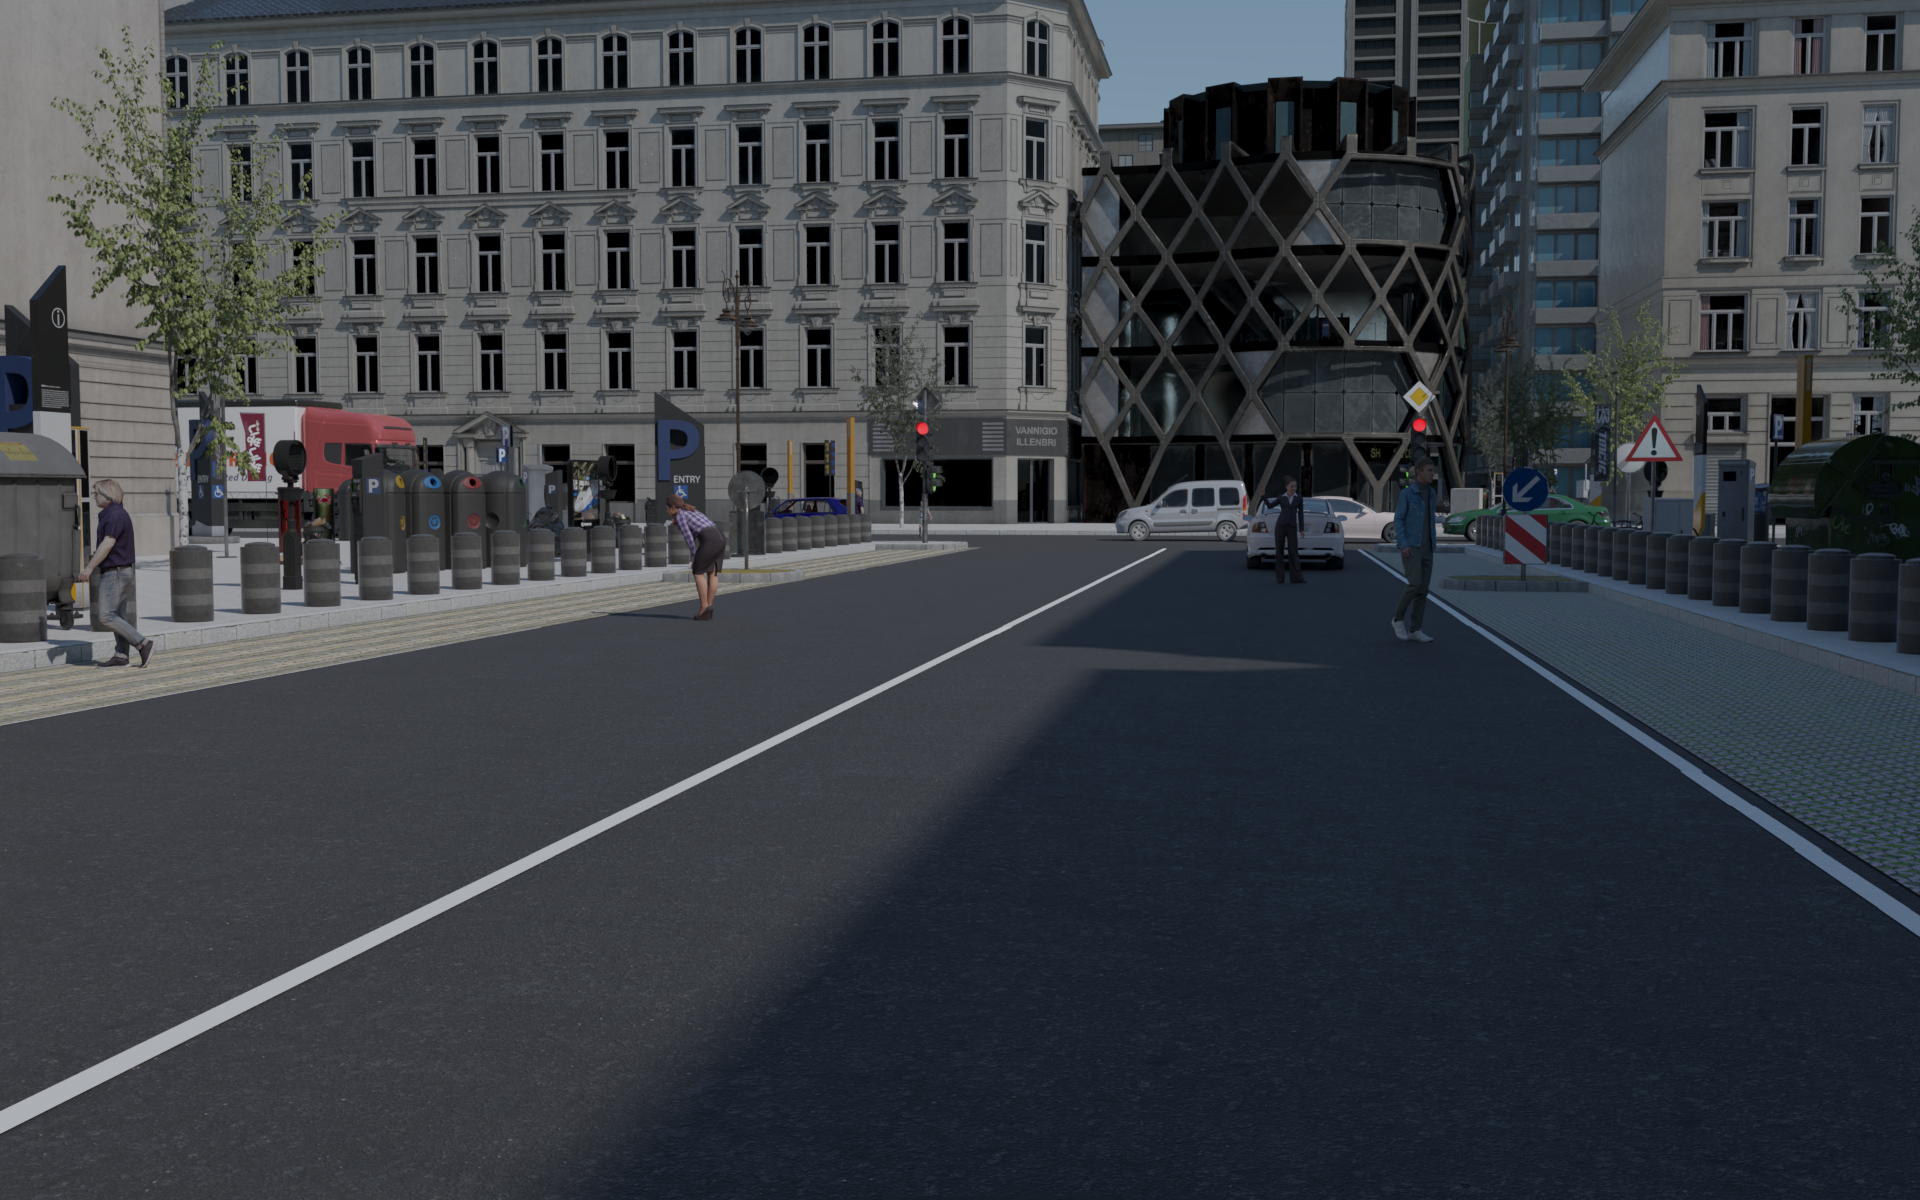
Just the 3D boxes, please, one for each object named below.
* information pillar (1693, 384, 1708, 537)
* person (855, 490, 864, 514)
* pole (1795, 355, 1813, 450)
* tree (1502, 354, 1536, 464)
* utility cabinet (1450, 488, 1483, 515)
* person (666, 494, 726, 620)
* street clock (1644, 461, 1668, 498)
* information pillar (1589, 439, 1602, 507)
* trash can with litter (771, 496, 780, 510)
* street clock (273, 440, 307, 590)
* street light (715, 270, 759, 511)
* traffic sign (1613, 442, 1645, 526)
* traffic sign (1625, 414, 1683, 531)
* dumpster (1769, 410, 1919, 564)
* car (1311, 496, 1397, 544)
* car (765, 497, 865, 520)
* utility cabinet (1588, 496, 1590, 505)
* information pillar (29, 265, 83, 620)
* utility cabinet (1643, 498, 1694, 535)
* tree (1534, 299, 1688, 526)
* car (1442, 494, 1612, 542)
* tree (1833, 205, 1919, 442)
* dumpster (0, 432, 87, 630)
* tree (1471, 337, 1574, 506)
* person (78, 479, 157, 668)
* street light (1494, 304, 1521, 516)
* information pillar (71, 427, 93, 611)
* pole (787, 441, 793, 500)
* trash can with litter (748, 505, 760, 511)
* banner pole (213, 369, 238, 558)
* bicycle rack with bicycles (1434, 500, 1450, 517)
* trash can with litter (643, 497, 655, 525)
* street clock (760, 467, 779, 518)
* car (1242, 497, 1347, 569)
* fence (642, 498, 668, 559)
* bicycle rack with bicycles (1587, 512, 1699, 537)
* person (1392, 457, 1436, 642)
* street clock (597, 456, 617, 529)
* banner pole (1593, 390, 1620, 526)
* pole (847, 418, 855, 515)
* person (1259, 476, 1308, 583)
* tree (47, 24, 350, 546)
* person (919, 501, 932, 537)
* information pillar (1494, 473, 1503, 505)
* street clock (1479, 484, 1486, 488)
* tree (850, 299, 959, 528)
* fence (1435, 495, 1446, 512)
[{"bbox_3d":[15.736,-2.781,36.821,0.183,3.616,0.504,0,4,4],"label":"information pillar"},{"bbox_3d":[-3.049,-2.418,50.242,0.471,1.553,0.569,-1,4,-15],"label":"person"},{"bbox_3d":[12.404,-1.937,25.511,0.158,3.312,0.155,0,3,0],"label":"pole"},{"bbox_3d":[30.054,-8.474,88.915,4.737,8.622,4.395,0,3,0],"label":"tree"},{"bbox_3d":[19.591,-3.568,67.016,1.173,1.500,0.318,3,5,41],"label":"utility cabinet"},{"bbox_3d":[-3.012,-0.487,19.702,0.697,1.427,0.421,1,4,14],"label":"person"},{"bbox_3d":[14.611,-1.948,36.415,0.471,2.002,0.358,-2,4,-27],"label":"street clock"},{"bbox_3d":[27.013,-5.031,73.614,0.504,3.616,0.183,1,4,18],"label":"information pillar"},{"bbox_3d":[-8.009,-3.754,72.432,2.233,1.210,1.678,2,4,30],"label":"trash can with litter"},{"bbox_3d":[-8.951,-1.138,23.180,0.358,2.002,0.471,1,4,9],"label":"street clock"},{"bbox_3d":[-4.600,-3.859,35.888,0.468,5.910,1.993,1,4,10],"label":"street light"},{"bbox_3d":[16.501,-2.608,42.750,0.768,2.556,0.104,1,4,20],"label":"traffic sign"},{"bbox_3d":[11.336,-1.733,28.337,0.884,2.594,0.081,1,4,18],"label":"traffic sign"},{"bbox_3d":[10.848,-1.129,20.950,1.502,2.255,1.985,1,4,10],"label":"dumpster"},{"bbox_3d":[11.214,-2.351,50.805,4.827,1.381,2.083,1,4,11],"label":"car"},{"bbox_3d":[-4.821,-2.412,52.013,3.894,1.354,1.945,1,4,10],"label":"car"},{"bbox_3d":[33.632,-4.930,91.773,0.306,1.237,1.020,0,4,-6],"label":"utility cabinet"},{"bbox_3d":[-9.194,-1.603,17.571,0.183,3.616,0.504,0,4,8],"label":"information pillar"},{"bbox_3d":[12.716,-1.219,31.097,1.020,1.237,0.306,-2,4,-29],"label":"utility cabinet"},{"bbox_3d":[24.957,-7.021,65.159,4.737,8.622,4.395,0,3,0],"label":"tree"},{"bbox_3d":[17.168,-2.494,52.571,4.920,1.459,2.131,1,4,11],"label":"car"},{"bbox_3d":[20.081,-5.160,34.734,4.737,8.622,4.395,0,3,0],"label":"tree"},{"bbox_3d":[-9.037,-0.606,15.666,1.264,1.857,1.865,1,4,10],"label":"dumpster"},{"bbox_3d":[26.352,-7.986,80.939,4.360,8.622,3.978,0,3,0],"label":"tree"},{"bbox_3d":[-6.848,-0.207,14.097,0.471,1.553,0.569,1,4,17],"label":"person"},{"bbox_3d":[13.333,-4.252,42.316,0.468,5.910,1.993,1,4,10],"label":"street light"},{"bbox_3d":[-9.751,-0.889,19.023,0.304,2.012,0.304,0,4,-6],"label":"information pillar"},{"bbox_3d":[-6.493,-4.426,66.216,0.158,3.312,0.155,0,3,0],"label":"pole"},{"bbox_3d":[-8.087,-3.581,69.934,1.055,1.170,0.624,0,4,-7],"label":"trash can with litter"},{"bbox_3d":[-14.914,-2.748,34.949,0.401,3.779,0.863,-3,5,-39],"label":"banner pole"},{"bbox_3d":[27.189,-5.093,96.653,2.925,0.926,2.852,1,4,18],"label":"bicycle rack with bicycles"},{"bbox_3d":[-12.539,-3.686,71.661,1.055,1.170,0.624,-1,4,-16],"label":"trash can with litter"},{"bbox_3d":[-5.146,-2.584,46.812,0.471,2.002,0.358,-1,4,-18],"label":"street clock"},{"bbox_3d":[6.658,-1.351,34.455,2.083,1.381,4.827,1,4,10],"label":"car"},{"bbox_3d":[-6.281,-1.482,35.441,0.480,1.192,2.264,-1,4,-15],"label":"fence"},{"bbox_3d":[13.429,-1.302,34.670,2.925,0.926,2.852,-1,4,-8],"label":"bicycle rack with bicycles"},{"bbox_3d":[4.424,-0.489,16.832,0.601,1.785,0.444,-2,4,-27],"label":"person"},{"bbox_3d":[-6.670,-1.726,32.785,0.358,2.002,0.471,1,4,10],"label":"street clock"},{"bbox_3d":[15.709,-3.181,42.019,0.401,3.779,0.863,-2,4,-30],"label":"banner pole"},{"bbox_3d":[-2.919,-3.207,46.272,0.158,3.312,0.155,0,3,0],"label":"pole"},{"bbox_3d":[5.180,-1.131,27.802,0.742,1.727,0.445,-2,4,-25],"label":"person"},{"bbox_3d":[-12.465,-4.757,28.132,4.737,8.622,4.395,0,3,0],"label":"tree"},{"bbox_3d":[-1.154,-2.671,57.180,0.505,1.210,0.382,1,4,19],"label":"person"},{"bbox_3d":[18.587,-3.384,59.818,0.304,2.012,0.304,1,4,17],"label":"information pillar"},{"bbox_3d":[38.190,-7.460,126.546,0.471,2.002,0.358,1,4,15],"label":"street clock"},{"bbox_3d":[-2.163,-7.018,65.101,4.360,8.622,3.978,0,3,0],"label":"tree"},{"bbox_3d":[29.731,-5.929,108.137,2.264,1.192,0.480,-3,5,-43],"label":"fence"}]
